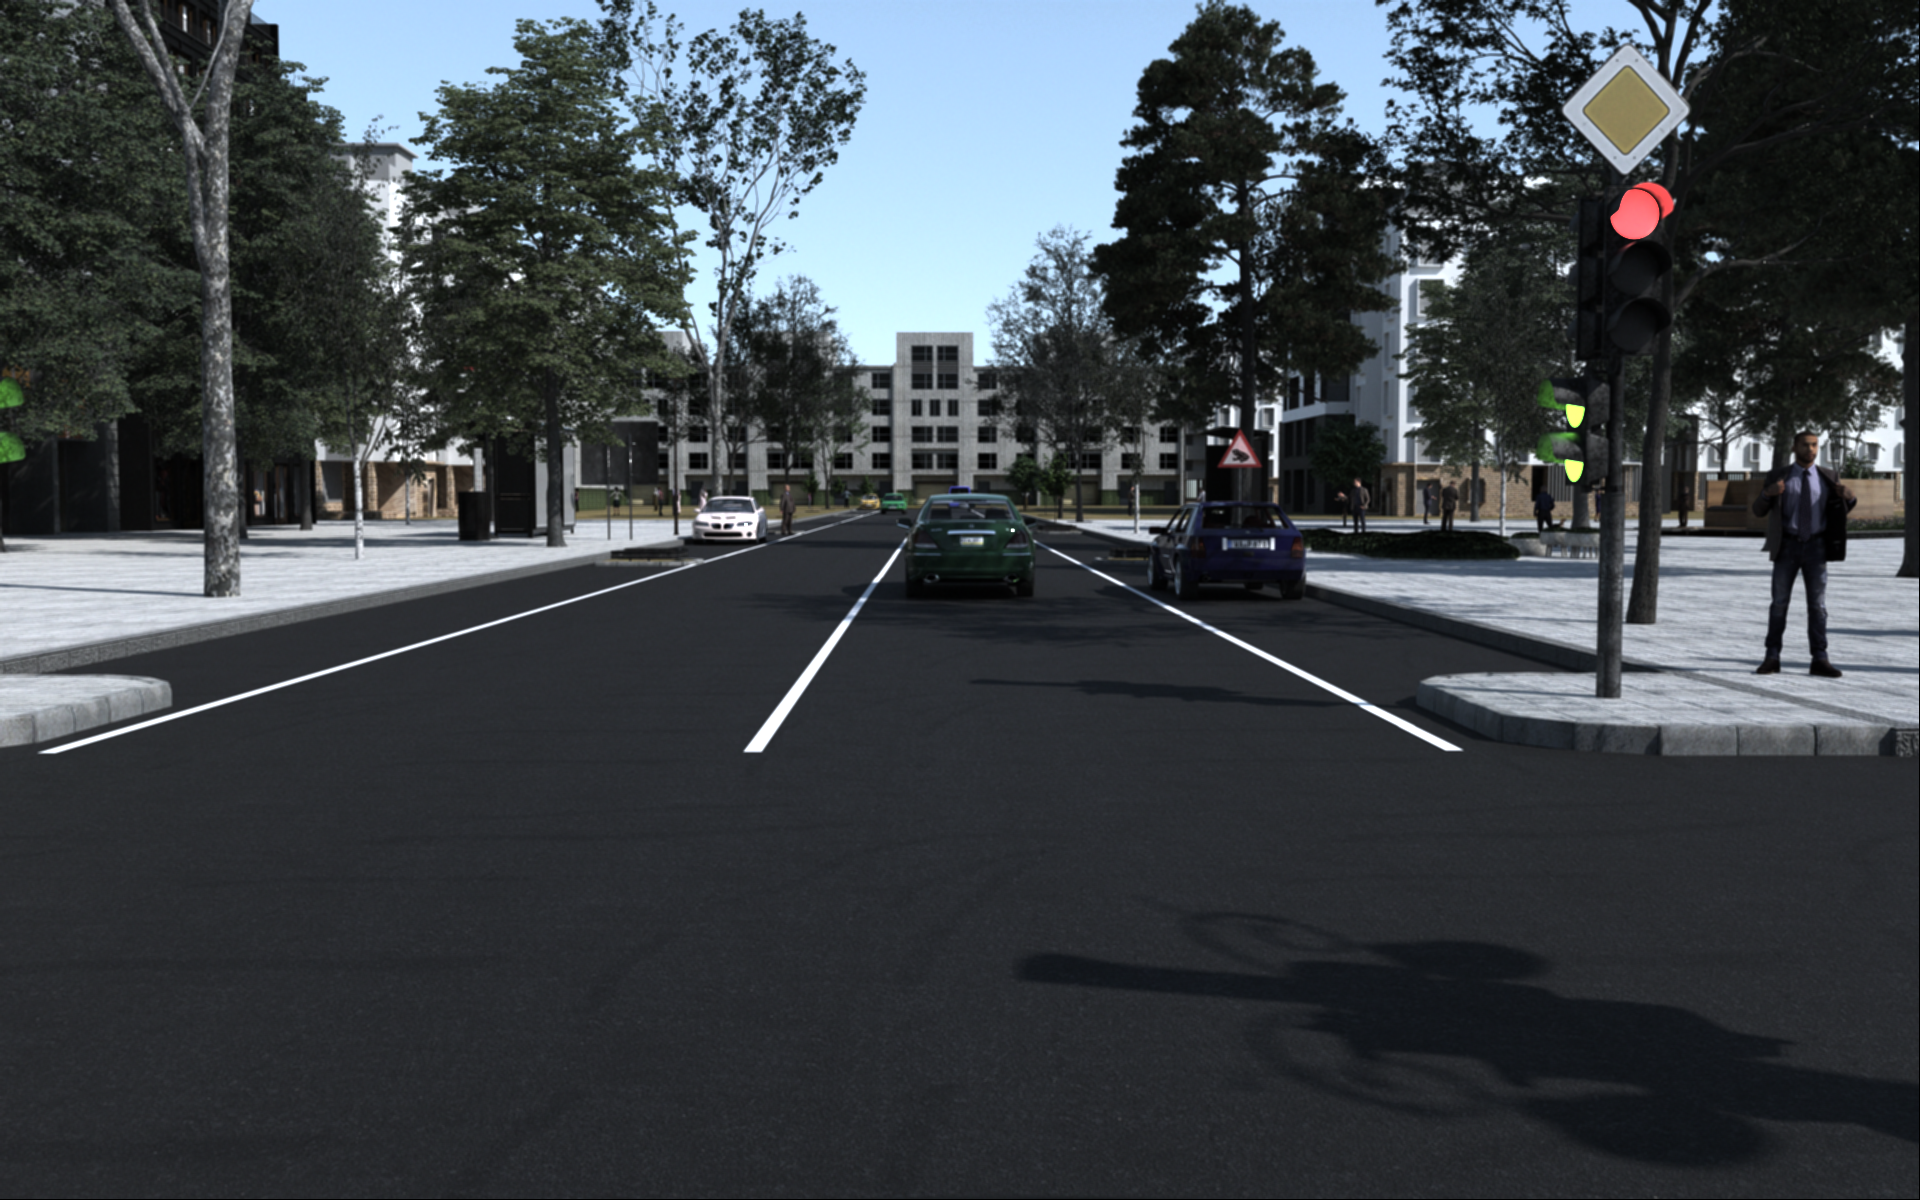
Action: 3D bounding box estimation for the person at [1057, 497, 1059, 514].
[{"bbox_3d":[6.400,-6.462,112.418,0.721,1.743,1.217,0,4,2],"label":"person"}]

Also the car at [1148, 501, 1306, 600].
[{"bbox_3d":[3.747,-0.748,24.811,1.945,1.354,3.894,0,4,-2],"label":"car"}]

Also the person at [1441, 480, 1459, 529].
[{"bbox_3d":[16.209,-3.095,57.333,0.565,1.739,0.600,1,4,11],"label":"person"}]

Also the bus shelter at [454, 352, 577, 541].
[{"bbox_3d":[-13.283,-4.539,51.848,2.179,5.291,8.768,0,4,-1],"label":"bus shelter"}]

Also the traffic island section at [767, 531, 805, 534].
[{"bbox_3d":[-6.627,-2.419,62.411,1.991,0.108,1.994,0,4,-1],"label":"traffic island section"}]

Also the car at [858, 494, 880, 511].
[{"bbox_3d":[-7.921,-8.677,152.086,2.015,1.641,3.980,0,4,0],"label":"car"}]

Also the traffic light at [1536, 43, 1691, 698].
[{"bbox_3d":[4.076,-1.320,10.825,0.839,4.213,0.868,0,4,-1],"label":"traffic light"}]

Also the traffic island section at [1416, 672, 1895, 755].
[{"bbox_3d":[4.116,0.694,10.939,2.009,0.180,2.903,0,4,-1],"label":"traffic island section"}]

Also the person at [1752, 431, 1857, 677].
[{"bbox_3d":[5.937,-0.326,12.202,0.655,1.722,0.431,1,4,20],"label":"person"}]

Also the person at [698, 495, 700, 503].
[{"bbox_3d":[-17.519,-6.597,117.132,0.421,1.427,0.697,-1,4,-10],"label":"person"}]

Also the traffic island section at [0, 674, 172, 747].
[{"bbox_3d":[-6.324,0.701,10.817,2.009,0.180,2.903,0,4,-1],"label":"traffic island section"}]

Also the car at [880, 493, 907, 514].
[{"bbox_3d":[-4.733,-7.046,123.990,1.959,1.807,4.718,0,4,0],"label":"car"}]

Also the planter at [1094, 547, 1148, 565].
[{"bbox_3d":[3.807,-0.913,36.063,1.991,0.319,1.994,0,4,-1],"label":"planter"}]

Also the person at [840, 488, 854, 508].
[{"bbox_3d":[-10.229,-9.201,156.456,1.348,1.826,0.705,0,4,8],"label":"person"}]

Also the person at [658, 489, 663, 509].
[{"bbox_3d":[-25.778,-8.707,148.265,0.709,1.838,0.599,-1,4,-11],"label":"person"}]

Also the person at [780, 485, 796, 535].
[{"bbox_3d":[-6.018,-3.167,60.826,0.434,1.755,0.990,2,4,30],"label":"person"}]

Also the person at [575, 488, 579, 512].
[{"bbox_3d":[-27.633,-7.206,124.538,0.721,1.739,1.217,-1,4,-20],"label":"person"}]

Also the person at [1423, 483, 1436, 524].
[{"bbox_3d":[19.911,-4.096,73.459,0.568,1.767,0.683,0,4,-4],"label":"person"}]

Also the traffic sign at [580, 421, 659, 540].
[{"bbox_3d":[-9.533,-3.339,48.472,2.265,3.308,0.079,1,4,9],"label":"traffic sign"}]

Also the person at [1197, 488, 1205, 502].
[{"bbox_3d":[10.102,-3.917,72.295,0.614,1.554,0.590,-2,4,-33],"label":"person"}]

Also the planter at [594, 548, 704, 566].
[{"bbox_3d":[-6.305,-0.876,35.463,1.991,0.319,1.994,0,4,-1],"label":"planter"}]

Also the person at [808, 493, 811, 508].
[{"bbox_3d":[-13.358,-8.883,154.496,0.599,1.433,0.991,0,4,-2],"label":"person"}]

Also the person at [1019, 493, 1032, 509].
[{"bbox_3d":[5.793,-8.934,152.851,1.217,1.736,0.721,1,4,9],"label":"person"}]

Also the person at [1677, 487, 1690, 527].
[{"bbox_3d":[27.983,-3.586,66.942,0.388,1.546,0.482,-1,4,-17],"label":"person"}]

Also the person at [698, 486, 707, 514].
[{"bbox_3d":[-13.794,-5.289,93.185,0.621,1.740,0.551,-1,4,-19],"label":"person"}]

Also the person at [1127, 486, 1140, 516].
[{"bbox_3d":[10.253,-5.842,102.097,0.750,1.759,0.617,0,4,-4],"label":"person"}]

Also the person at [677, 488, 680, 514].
[{"bbox_3d":[-18.008,-6.320,110.036,0.551,1.740,0.621,1,4,14],"label":"person"}]

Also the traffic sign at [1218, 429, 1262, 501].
[{"bbox_3d":[5.612,-2.128,34.798,0.884,2.594,0.081,0,4,7],"label":"traffic sign"}]

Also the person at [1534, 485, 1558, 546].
[{"bbox_3d":[14.414,-2.069,42.567,0.574,1.496,0.600,1,4,21],"label":"person"}]

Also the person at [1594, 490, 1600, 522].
[{"bbox_3d":[29.103,-4.295,78.632,0.546,1.535,0.453,1,4,21],"label":"person"}]

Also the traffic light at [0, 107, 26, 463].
[{"bbox_3d":[-6.284,-1.311,10.684,0.839,4.213,0.868,0,4,-1],"label":"traffic light"}]

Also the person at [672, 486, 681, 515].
[{"bbox_3d":[-17.243,-6.097,105.603,0.599,1.838,0.709,0,4,-4],"label":"person"}]

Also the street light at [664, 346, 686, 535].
[{"bbox_3d":[-8.908,-4.979,54.203,0.468,5.910,1.993,0,4,-1],"label":"street light"}]

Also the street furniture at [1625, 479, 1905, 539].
[{"bbox_3d":[26.610,-2.797,52.585,11.010,1.723,9.812,-2,4,-34],"label":"street furniture"}]

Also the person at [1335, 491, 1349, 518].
[{"bbox_3d":[20.771,-5.194,94.155,0.628,1.438,0.799,2,4,29],"label":"person"}]

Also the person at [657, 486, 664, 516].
[{"bbox_3d":[-17.799,-5.914,103.454,0.721,1.743,1.217,0,4,-6],"label":"person"}]

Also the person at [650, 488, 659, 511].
[{"bbox_3d":[-23.206,-7.637,131.634,0.721,1.736,1.217,1,4,20],"label":"person"}]

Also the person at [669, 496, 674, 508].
[{"bbox_3d":[-26.907,-9.395,162.906,1.065,1.426,0.557,-2,4,-32],"label":"person"}]

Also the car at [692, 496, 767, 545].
[{"bbox_3d":[-6.689,-2.342,50.650,2.083,1.381,4.827,0,4,-1],"label":"car"}]

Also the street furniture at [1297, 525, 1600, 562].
[{"bbox_3d":[9.915,-1.364,37.921,5.734,0.657,10.072,0,4,-8],"label":"street furniture"}]

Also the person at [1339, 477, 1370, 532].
[{"bbox_3d":[11.313,-2.641,49.752,0.750,1.759,0.617,-2,4,-27],"label":"person"}]

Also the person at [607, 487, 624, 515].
[{"bbox_3d":[-20.948,-6.027,105.373,1.217,1.735,0.721,-3,5,-43],"label":"person"}]

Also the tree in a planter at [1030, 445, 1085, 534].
[{"bbox_3d":[3.480,-4.024,63.023,1.991,3.239,1.994,0,4,-1],"label":"tree in a planter"}]

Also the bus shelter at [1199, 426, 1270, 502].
[{"bbox_3d":[9.865,-4.380,62.896,1.731,3.624,6.357,0,4,-1],"label":"bus shelter"}]

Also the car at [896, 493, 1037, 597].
[{"bbox_3d":[0.114,-0.842,25.566,2.131,1.459,4.920,0,4,-1],"label":"car"}]
